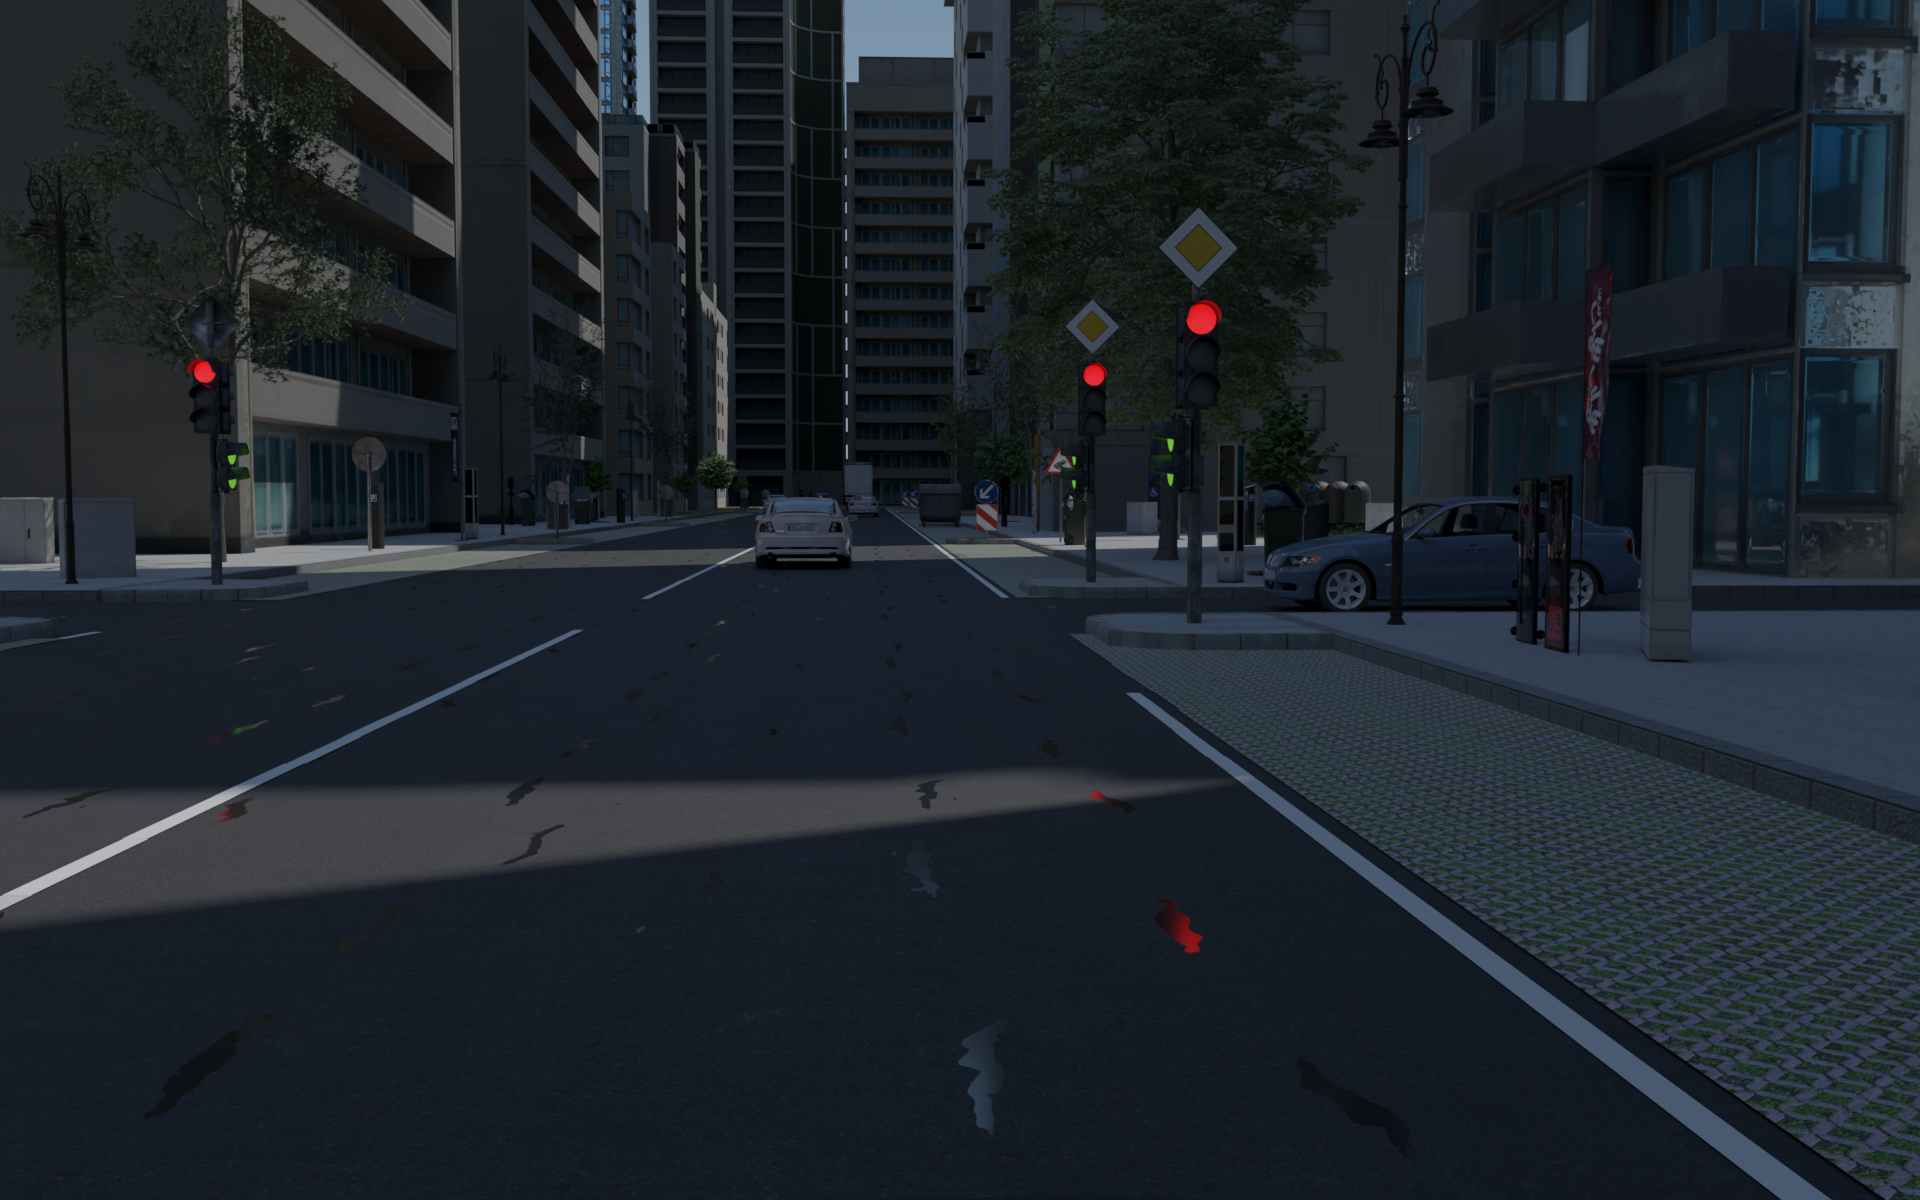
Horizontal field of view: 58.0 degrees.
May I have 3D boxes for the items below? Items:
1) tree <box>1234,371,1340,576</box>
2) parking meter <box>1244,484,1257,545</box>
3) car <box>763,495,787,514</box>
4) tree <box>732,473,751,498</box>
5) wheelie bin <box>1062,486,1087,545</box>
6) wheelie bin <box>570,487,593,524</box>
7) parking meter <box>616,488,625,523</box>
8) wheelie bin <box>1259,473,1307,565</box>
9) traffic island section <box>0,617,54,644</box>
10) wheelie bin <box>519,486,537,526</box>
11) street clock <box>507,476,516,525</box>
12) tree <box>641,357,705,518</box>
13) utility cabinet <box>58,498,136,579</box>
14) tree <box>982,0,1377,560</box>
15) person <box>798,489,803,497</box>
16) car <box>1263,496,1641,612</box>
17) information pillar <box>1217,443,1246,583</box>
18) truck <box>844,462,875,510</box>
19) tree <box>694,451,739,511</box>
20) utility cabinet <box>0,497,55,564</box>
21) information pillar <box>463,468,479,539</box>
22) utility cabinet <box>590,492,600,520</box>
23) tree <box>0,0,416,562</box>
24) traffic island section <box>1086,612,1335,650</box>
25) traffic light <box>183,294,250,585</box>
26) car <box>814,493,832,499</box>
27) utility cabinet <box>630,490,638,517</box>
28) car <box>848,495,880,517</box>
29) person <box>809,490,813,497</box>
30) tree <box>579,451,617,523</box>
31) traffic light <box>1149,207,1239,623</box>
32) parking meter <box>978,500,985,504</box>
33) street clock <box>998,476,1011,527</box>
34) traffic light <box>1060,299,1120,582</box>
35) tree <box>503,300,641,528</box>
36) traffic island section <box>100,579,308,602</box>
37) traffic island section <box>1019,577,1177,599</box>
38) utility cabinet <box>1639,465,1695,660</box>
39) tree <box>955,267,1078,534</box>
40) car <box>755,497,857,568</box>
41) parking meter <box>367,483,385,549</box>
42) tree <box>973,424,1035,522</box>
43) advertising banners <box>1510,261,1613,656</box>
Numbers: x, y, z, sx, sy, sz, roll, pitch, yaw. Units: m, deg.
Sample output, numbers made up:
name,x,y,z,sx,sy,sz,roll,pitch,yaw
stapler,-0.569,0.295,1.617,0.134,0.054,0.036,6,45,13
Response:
name,x,y,z,sx,sy,sz,roll,pitch,yaw
tree,5.190,-2.005,27.381,1.663,3.219,1.824,0,3,0
parking meter,7.238,-2.140,43.400,0.372,1.533,0.369,0,3,0
car,-13.619,-7.125,128.856,2.083,1.381,4.827,0,4,-4
tree,-19.897,-9.884,156.203,1.663,3.219,1.824,0,3,0
wheelie bin,2.922,-2.194,43.781,0.693,1.594,0.980,0,4,3
wheelie bin,-16.007,-3.997,73.267,0.980,1.594,0.693,-1,4,-10
parking meter,-14.986,-4.164,76.499,0.372,1.533,0.369,0,3,0
wheelie bin,4.823,-1.099,25.873,0.693,1.594,0.980,1,4,13
traffic island section,-10.121,0.349,16.576,2.009,0.180,2.903,0,4,-3
wheelie bin,-17.352,-3.769,69.534,0.693,1.594,0.980,-1,4,-12
street clock,-18.408,-4.066,71.049,0.358,2.002,0.471,0,4,-7
tree,-16.164,-8.790,94.077,4.360,8.622,3.978,0,3,0
utility cabinet,-13.202,-0.939,26.507,1.020,1.237,0.306,-3,5,-44
tree,4.094,-7.075,33.809,7.486,12.596,7.792,0,3,0
person,-14.103,-8.861,153.003,0.705,1.869,1.348,1,4,18
car,6.010,-0.573,21.377,4.499,1.417,2.014,0,4,-3
information pillar,3.917,-1.256,25.030,0.304,2.012,0.304,2,4,33
truck,-9.199,-10.339,157.960,2.839,4.237,11.283,0,4,-3
tree,-18.449,-9.024,131.249,4.285,4.588,4.351,0,3,0
utility cabinet,-17.307,-1.275,32.009,1.020,1.237,0.306,0,4,6
information pillar,-13.836,-2.722,49.001,0.304,2.012,0.304,0,4,7
utility cabinet,-18.258,-4.695,85.441,0.318,1.500,1.173,2,4,25
tree,-14.056,-5.969,32.004,8.767,10.594,7.601,1,4,11
traffic island section,2.353,0.309,17.236,2.009,0.180,2.903,0,4,-3
traffic light,-10.507,-2.171,24.417,0.839,4.253,0.868,0,4,-3
car,-12.824,-9.220,160.333,1.945,1.707,3.694,0,4,-1
utility cabinet,-17.853,-5.269,94.823,0.318,1.500,1.173,-1,4,-16
car,-6.044,-5.899,108.816,2.083,1.381,4.827,0,4,-2
person,-12.596,-8.450,146.676,0.705,1.821,1.348,0,4,7
tree,-16.503,-5.119,78.296,1.663,3.219,1.824,0,3,0
traffic light,2.313,-1.725,17.120,0.839,4.253,0.868,0,4,-3
parking meter,0.963,-4.279,75.669,0.399,1.863,0.255,1,4,8
street clock,1.734,-3.864,67.747,0.471,2.002,0.358,-2,4,-30
traffic light,1.886,-2.212,25.094,0.839,4.253,0.868,0,4,-3
tree,-15.071,-7.061,65.812,4.360,8.622,3.978,0,3,0
traffic island section,-10.547,-0.139,24.550,2.009,0.180,2.903,0,4,-3
traffic island section,1.927,-0.179,25.210,2.009,0.180,2.903,0,4,-3
utility cabinet,5.598,-0.307,13.702,0.318,1.500,1.173,1,4,18
tree,2.197,-6.410,55.165,4.360,8.622,3.978,0,3,0
car,-3.111,-1.380,34.919,2.083,1.381,4.827,0,4,-3
parking meter,-13.668,-1.964,40.515,0.372,1.533,0.369,0,3,0
tree,2.060,-5.908,80.317,4.285,4.588,4.351,0,3,0
advertising banners,4.889,-1.097,14.125,0.090,3.025,2.074,0,3,0
